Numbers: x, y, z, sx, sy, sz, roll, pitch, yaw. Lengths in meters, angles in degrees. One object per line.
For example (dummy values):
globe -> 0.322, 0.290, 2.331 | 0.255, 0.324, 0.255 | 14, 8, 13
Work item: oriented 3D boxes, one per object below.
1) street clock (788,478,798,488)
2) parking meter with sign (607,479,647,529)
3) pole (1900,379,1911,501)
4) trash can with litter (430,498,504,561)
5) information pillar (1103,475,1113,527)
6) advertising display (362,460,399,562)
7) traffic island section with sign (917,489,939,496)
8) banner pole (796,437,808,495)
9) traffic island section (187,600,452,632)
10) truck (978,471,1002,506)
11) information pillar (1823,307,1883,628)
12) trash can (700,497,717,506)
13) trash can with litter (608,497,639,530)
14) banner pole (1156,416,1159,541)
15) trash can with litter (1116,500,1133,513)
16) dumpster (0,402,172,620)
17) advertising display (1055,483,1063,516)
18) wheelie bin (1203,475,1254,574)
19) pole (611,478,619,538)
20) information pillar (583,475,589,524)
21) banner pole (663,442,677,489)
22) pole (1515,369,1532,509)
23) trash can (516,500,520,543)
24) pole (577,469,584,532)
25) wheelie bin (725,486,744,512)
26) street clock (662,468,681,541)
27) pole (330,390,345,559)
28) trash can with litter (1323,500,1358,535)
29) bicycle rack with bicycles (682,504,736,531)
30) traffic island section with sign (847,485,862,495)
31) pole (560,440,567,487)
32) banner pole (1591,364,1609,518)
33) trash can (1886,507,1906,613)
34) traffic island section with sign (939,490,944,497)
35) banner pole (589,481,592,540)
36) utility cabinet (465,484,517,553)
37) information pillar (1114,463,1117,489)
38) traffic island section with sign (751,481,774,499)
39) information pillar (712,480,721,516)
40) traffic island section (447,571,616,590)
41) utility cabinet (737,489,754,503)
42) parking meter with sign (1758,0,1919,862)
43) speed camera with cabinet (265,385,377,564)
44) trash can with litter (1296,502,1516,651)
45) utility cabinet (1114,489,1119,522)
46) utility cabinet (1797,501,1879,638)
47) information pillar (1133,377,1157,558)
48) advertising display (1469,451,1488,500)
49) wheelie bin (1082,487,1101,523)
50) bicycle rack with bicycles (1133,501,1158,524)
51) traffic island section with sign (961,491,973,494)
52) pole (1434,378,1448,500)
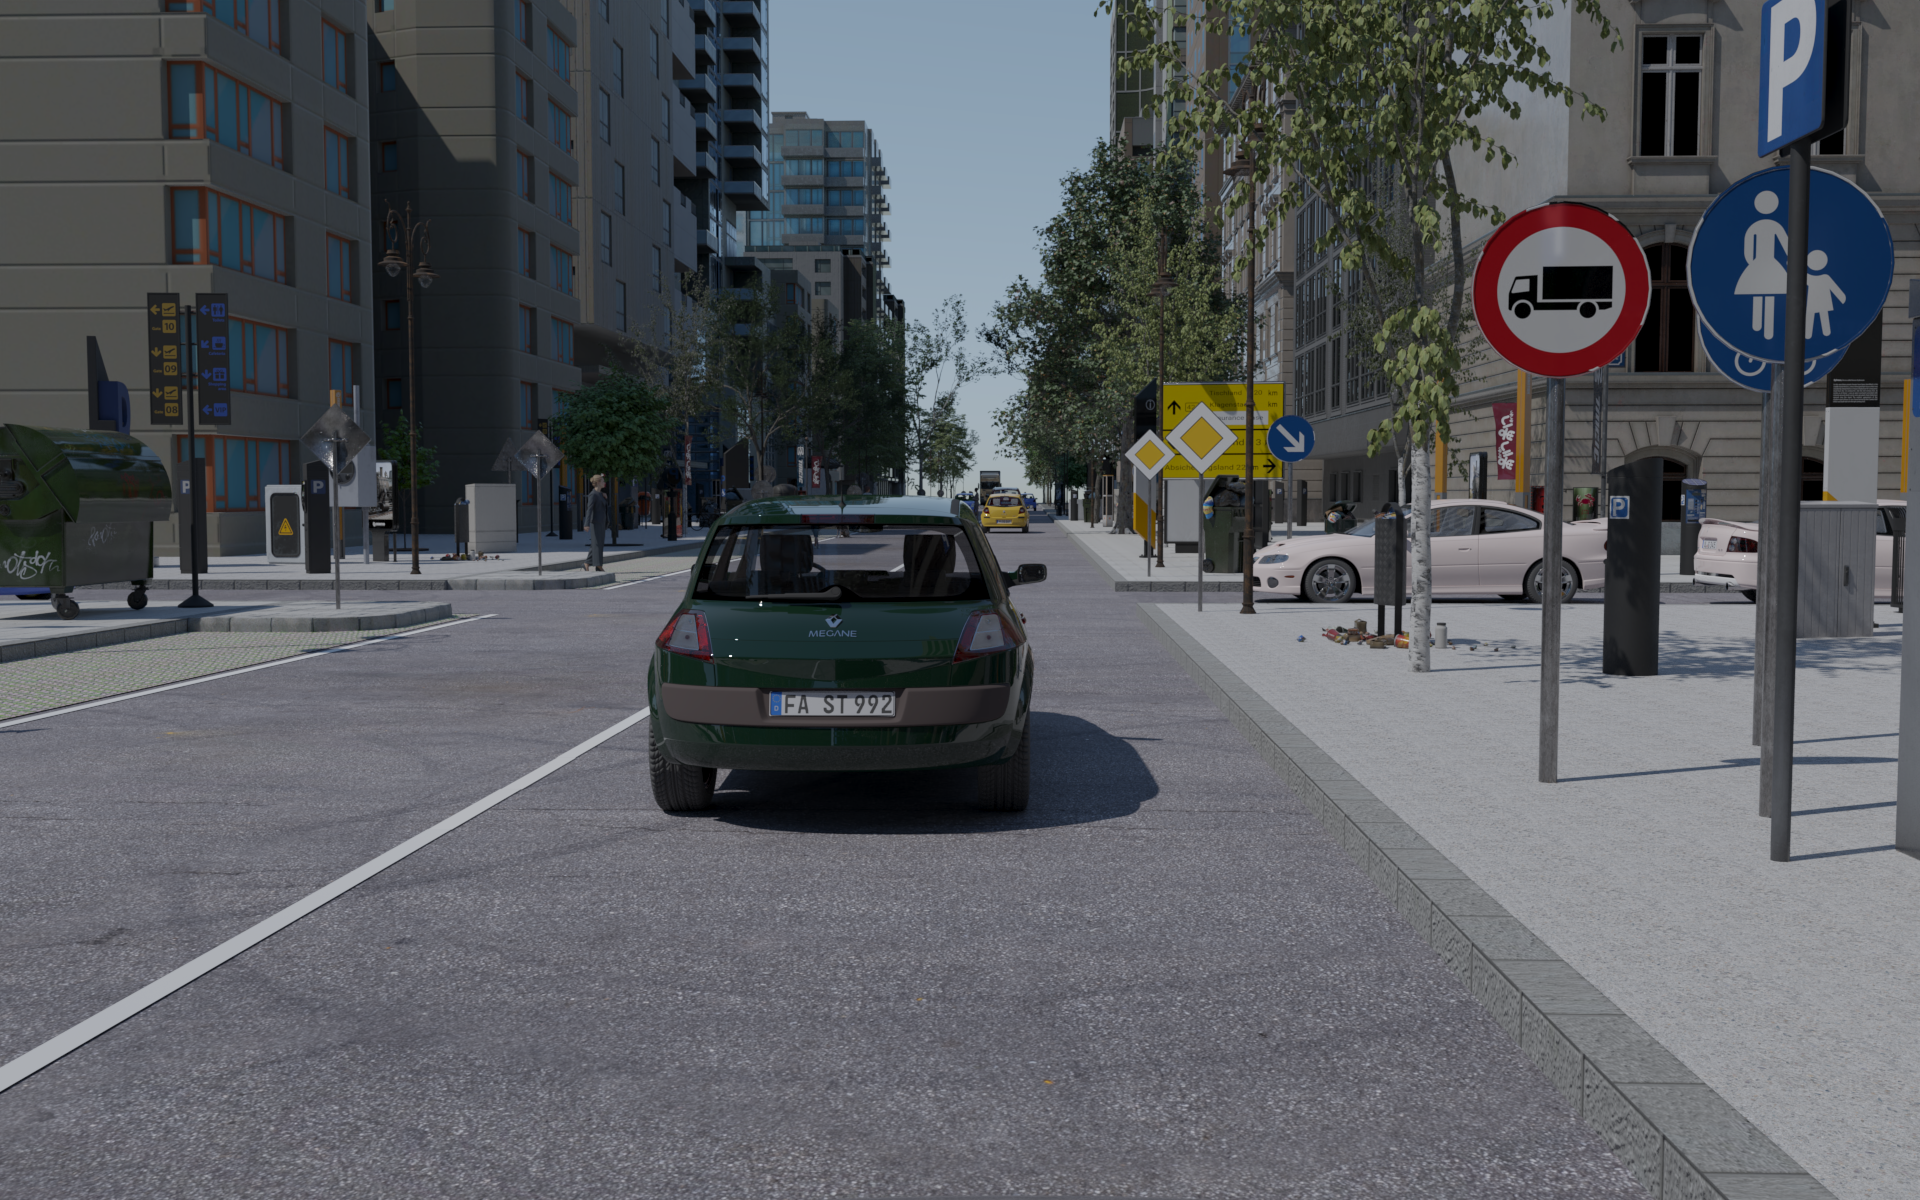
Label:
street clock -> -7.689, -4.620, 80.111 | 0.471, 2.002, 0.358 | -2, 4, -33
parking meter with sign -> -12.284, -4.144, 64.015 | 1.738, 3.016, 0.543 | 2, 4, 27
pole -> 16.898, -2.265, 30.877 | 0.158, 3.312, 0.155 | 0, 3, 0
trash can with litter -> -9.557, -1.405, 34.033 | 1.678, 1.210, 2.233 | 0, 4, 2
information pillar -> 5.764, -3.853, 67.487 | 0.304, 2.012, 0.304 | -2, 4, -25
advertising display -> -11.010, -1.692, 32.875 | 0.974, 1.923, 0.123 | 2, 4, 35
traffic island section with sign -> -2.753, -7.163, 125.736 | 1.989, 1.847, 2.006 | 0, 4, 2
banner pole -> -6.924, -5.290, 76.511 | 0.863, 3.779, 0.401 | 3, 5, 41
traffic island section -> -6.944, 0.183, 19.284 | 2.009, 0.180, 2.903 | 0, 4, 2
truck -> 3.646, -13.464, 209.056 | 2.839, 4.237, 11.283 | 0, 4, 2
information pillar -> 8.540, -1.541, 16.555 | 0.504, 3.616, 0.183 | 0, 4, 2
trash can -> -11.075, -3.962, 76.436 | 0.748, 1.137, 0.748 | 0, 3, 0
trash can with litter -> -11.945, -3.063, 61.463 | 0.624, 1.170, 1.055 | 2, 4, 34
banner pole -> 5.422, -3.518, 47.536 | 0.401, 3.779, 0.863 | -2, 4, -26
trash can with litter -> 6.583, -3.489, 68.425 | 0.624, 1.170, 1.055 | 1, 4, 19
dumpster -> -9.535, -0.968, 18.326 | 1.502, 2.255, 1.985 | 0, 4, 2
advertising display -> 5.773, -5.845, 100.784 | 0.123, 1.923, 0.974 | -1, 4, -16
wheelie bin -> 4.368, -1.241, 28.195 | 0.693, 1.594, 0.980 | 3, 5, 41
pole -> -10.165, -3.491, 50.923 | 0.158, 3.312, 0.155 | 0, 3, 0
information pillar -> -13.452, -3.511, 61.903 | 0.304, 2.012, 0.304 | 1, 4, 9
banner pole -> -13.861, -5.697, 83.164 | 0.863, 3.779, 0.401 | 1, 4, 15
pole -> 8.612, -1.997, 26.493 | 0.158, 3.312, 0.155 | 0, 3, 0
trash can -> -11.383, -1.941, 43.389 | 0.748, 1.137, 0.748 | 0, 3, 0
pole -> -12.954, -3.986, 59.018 | 0.158, 3.312, 0.155 | 0, 3, 0
wheelie bin -> -8.359, -3.432, 64.027 | 0.693, 1.594, 0.980 | -1, 4, -12
street clock -> -7.874, -2.616, 47.343 | 0.358, 2.002, 0.471 | 3, 5, 44
pole -> -12.233, -2.459, 34.042 | 0.158, 3.312, 0.155 | 0, 3, 0
trash can with litter -> 6.552, -1.173, 30.564 | 0.624, 1.170, 1.055 | -1, 4, -17
bicycle rack with bicycles -> -8.248, -2.871, 60.322 | 2.925, 0.926, 2.852 | -3, 5, -44
traffic island section with sign -> -4.674, -4.187, 77.085 | 1.989, 1.847, 2.006 | 0, 4, 2
pole -> -11.688, -3.501, 51.087 | 0.158, 3.312, 0.155 | 0, 3, 0
banner pole -> 10.013, -2.269, 27.108 | 0.401, 3.779, 0.863 | 3, 4, 37
trash can -> 10.378, -0.428, 18.647 | 0.748, 1.137, 0.748 | 0, 3, 0
traffic island section with sign -> -1.655, -8.862, 153.519 | 1.989, 1.847, 2.006 | 0, 4, 2
banner pole -> -10.258, -3.575, 48.466 | 0.401, 3.779, 0.863 | -2, 4, -28
utility cabinet -> -10.190, -1.770, 37.622 | 0.318, 1.500, 1.173 | 2, 4, 32
information pillar -> 9.030, -6.762, 101.921 | 0.183, 3.616, 0.504 | -2, 4, -33
traffic island section with sign -> -5.724, -2.535, 50.071 | 1.989, 1.847, 2.006 | 0, 4, 2
information pillar -> -12.578, -5.196, 89.439 | 0.304, 2.012, 0.304 | 3, 5, 39
traffic island section -> -6.629, -0.305, 27.263 | 2.009, 0.180, 2.903 | 0, 4, 2
utility cabinet -> -8.572, -3.668, 68.651 | 1.173, 1.500, 0.318 | 0, 4, -6
parking meter with sign -> 3.694, -0.590, 5.911 | 1.738, 3.016, 0.543 | 0, 4, 4
speed camera with cabinet -> -11.703, -2.283, 31.669 | 2.038, 3.252, 0.660 | 1, 4, 18
trash can with litter -> 3.753, -0.249, 15.134 | 1.678, 1.210, 2.233 | 0, 4, -2
utility cabinet -> 7.451, -4.321, 79.320 | 0.318, 1.500, 1.173 | 2, 4, 31
utility cabinet -> 7.699, -0.268, 15.552 | 1.020, 1.237, 0.306 | -1, 4, -13
information pillar -> 3.722, -2.652, 34.712 | 0.504, 3.616, 0.183 | -2, 4, -24
advertising display -> 7.946, -1.308, 26.607 | 0.123, 1.923, 0.974 | 0, 4, 7
wheelie bin -> 5.928, -4.280, 77.882 | 0.693, 1.594, 0.980 | -3, 5, -43
bicycle rack with bicycles -> 8.848, -3.678, 73.519 | 2.925, 0.926, 2.852 | -3, 4, -36
traffic island section with sign -> 1.561, -13.858, 235.213 | 1.989, 1.847, 2.006 | 0, 4, 2
pole -> 8.495, -2.247, 30.580 | 0.158, 3.312, 0.155 | 0, 3, 0
